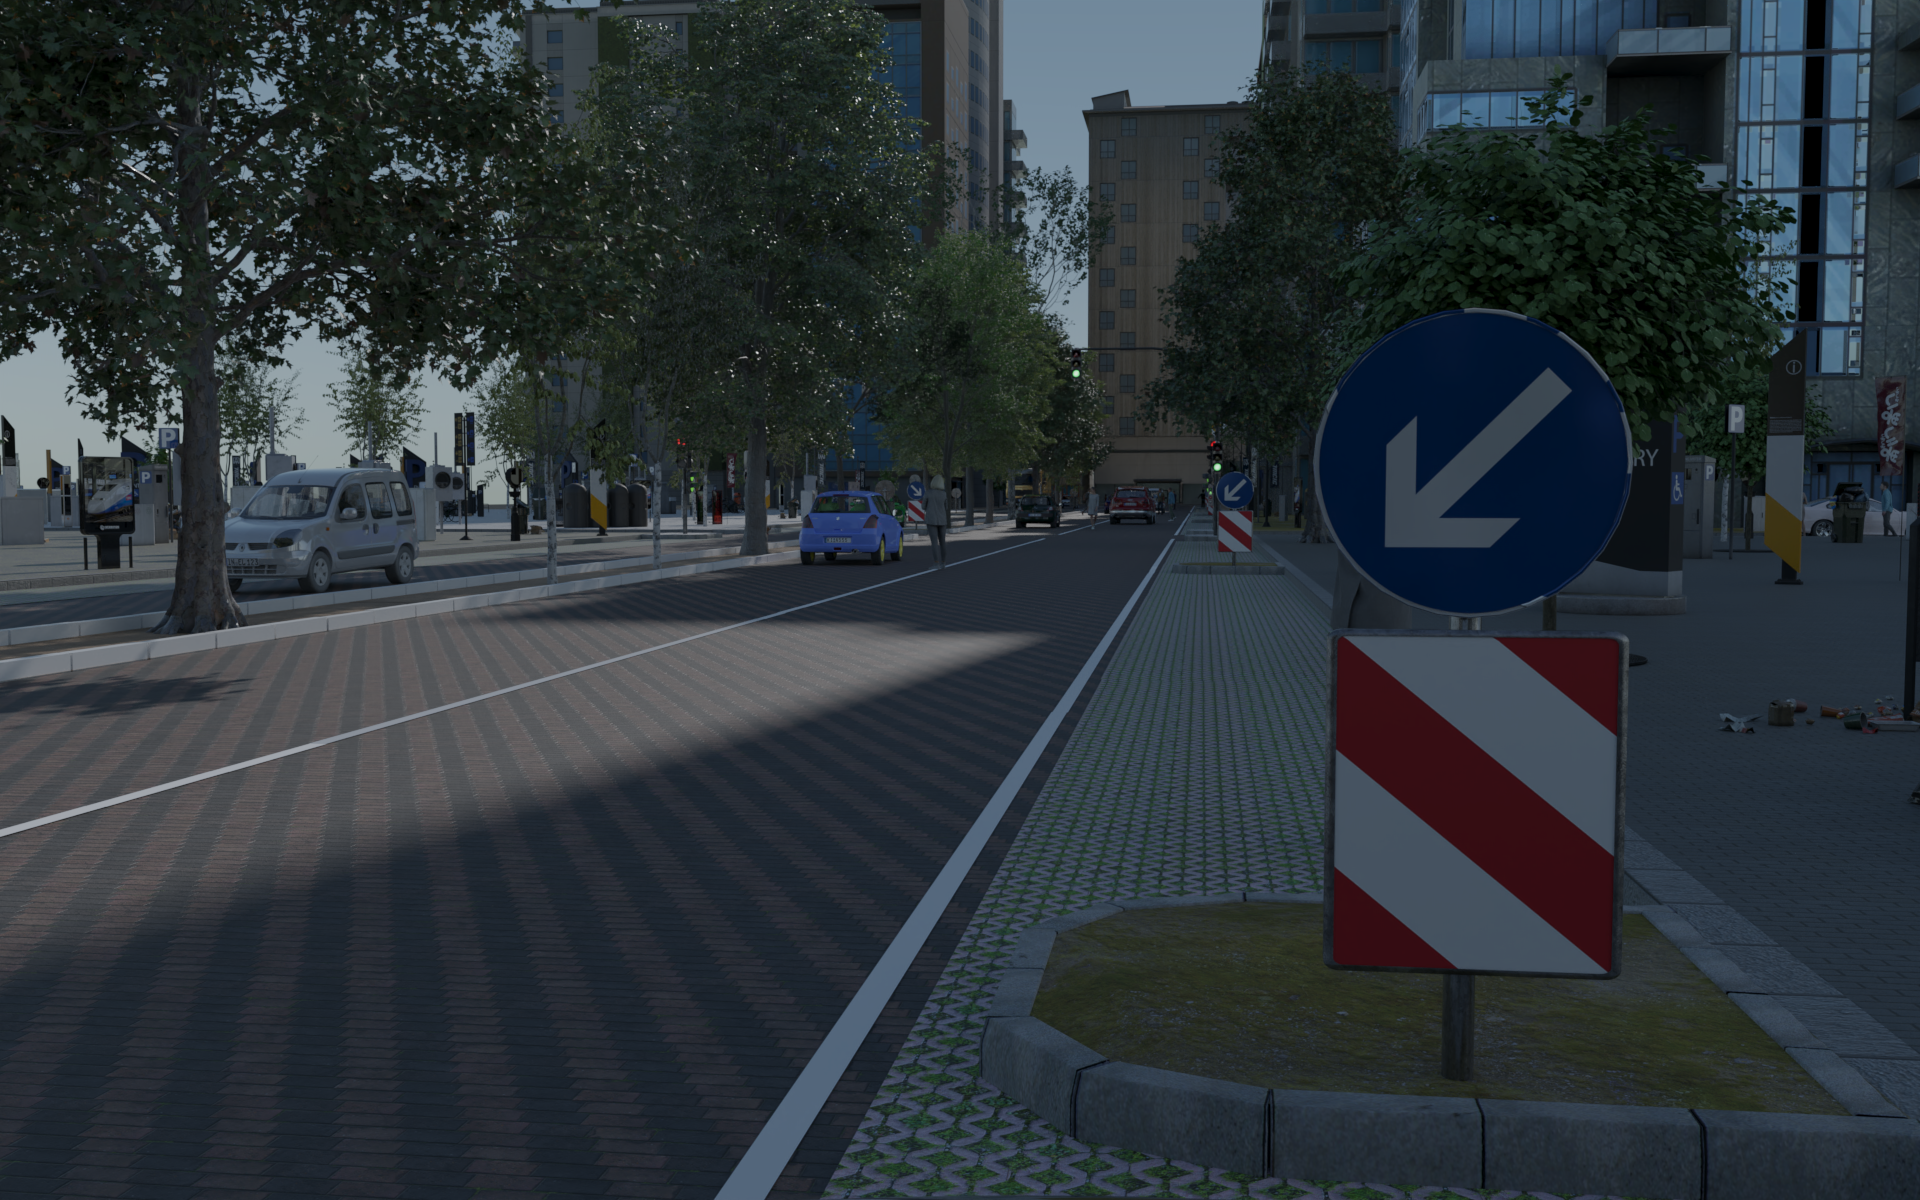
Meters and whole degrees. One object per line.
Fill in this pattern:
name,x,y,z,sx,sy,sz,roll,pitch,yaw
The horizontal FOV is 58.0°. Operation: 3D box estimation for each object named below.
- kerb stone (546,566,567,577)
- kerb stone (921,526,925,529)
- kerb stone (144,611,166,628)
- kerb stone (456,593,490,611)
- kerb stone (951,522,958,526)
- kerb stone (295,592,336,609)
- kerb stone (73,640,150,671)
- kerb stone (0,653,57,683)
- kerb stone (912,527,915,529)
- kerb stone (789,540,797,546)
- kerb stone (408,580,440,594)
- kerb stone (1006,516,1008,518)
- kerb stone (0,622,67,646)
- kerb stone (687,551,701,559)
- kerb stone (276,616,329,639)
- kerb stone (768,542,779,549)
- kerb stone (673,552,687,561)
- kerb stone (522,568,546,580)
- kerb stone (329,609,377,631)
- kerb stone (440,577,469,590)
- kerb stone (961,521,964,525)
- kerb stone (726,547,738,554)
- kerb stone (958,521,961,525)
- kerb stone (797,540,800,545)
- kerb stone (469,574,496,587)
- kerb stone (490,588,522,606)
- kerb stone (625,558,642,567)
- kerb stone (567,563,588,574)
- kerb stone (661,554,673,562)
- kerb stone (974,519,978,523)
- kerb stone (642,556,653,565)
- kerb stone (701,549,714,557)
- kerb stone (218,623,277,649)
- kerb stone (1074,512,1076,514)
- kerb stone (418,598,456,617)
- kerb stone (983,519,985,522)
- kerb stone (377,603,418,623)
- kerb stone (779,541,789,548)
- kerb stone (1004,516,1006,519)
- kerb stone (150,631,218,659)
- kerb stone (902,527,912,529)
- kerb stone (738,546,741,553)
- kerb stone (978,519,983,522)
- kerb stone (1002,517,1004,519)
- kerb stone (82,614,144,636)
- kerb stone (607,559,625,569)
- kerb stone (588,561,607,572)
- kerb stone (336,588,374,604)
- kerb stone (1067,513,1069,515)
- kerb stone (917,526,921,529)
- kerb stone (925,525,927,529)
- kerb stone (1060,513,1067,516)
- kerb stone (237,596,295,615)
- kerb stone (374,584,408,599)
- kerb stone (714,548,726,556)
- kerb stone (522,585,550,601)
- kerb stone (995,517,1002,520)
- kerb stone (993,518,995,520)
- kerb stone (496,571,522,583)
kerb stone,-7.100,-0.481,30.058,0.120,0.150,1.000,0,4,8
kerb stone,-1.625,-2.873,69.172,0.120,0.150,1.000,0,4,8
kerb stone,-8.667,0.202,18.886,0.120,0.150,1.000,0,4,8
kerb stone,-6.159,0.034,21.633,0.120,0.150,1.000,0,4,8
kerb stone,-0.351,-3.428,78.289,0.120,0.150,1.000,0,4,8
kerb stone,-8.239,0.016,21.939,0.120,0.150,1.000,0,4,8
kerb stone,-7.160,0.471,14.497,0.120,0.150,1.000,0,4,8
kerb stone,-7.304,0.533,13.485,0.120,0.150,1.000,0,4,8
kerb stone,-1.913,-2.747,67.135,0.120,0.150,1.000,0,4,8
kerb stone,-4.686,-1.537,47.328,0.120,0.150,1.000,0,4,8
kerb stone,-7.815,-0.170,24.978,0.120,0.150,1.000,0,4,8
kerb stone,2.486,-4.673,98.593,0.120,0.150,1.000,0,4,8
kerb stone,-8.951,0.327,16.853,0.120,0.150,1.000,0,4,8
kerb stone,-5.966,-0.976,38.199,0.120,0.150,1.000,0,4,8
kerb stone,-6.732,0.283,17.571,0.120,0.150,1.000,0,4,8
kerb stone,-4.974,-1.413,45.297,0.120,0.150,1.000,0,4,8
kerb stone,-6.113,-0.917,37.181,0.120,0.150,1.000,0,4,8
kerb stone,-7.239,-0.419,29.046,0.120,0.150,1.000,0,4,8
kerb stone,-6.584,0.227,18.591,0.120,0.150,1.000,0,4,8
kerb stone,-7.674,-0.232,25.990,0.120,0.150,1.000,0,4,8
kerb stone,-0.061,-3.546,80.317,0.120,0.150,1.000,0,4,8
kerb stone,-5.541,-1.164,41.240,0.120,0.150,1.000,0,4,8
kerb stone,-0.207,-3.493,79.303,0.120,0.150,1.000,0,4,8
kerb stone,-4.542,-1.598,48.344,0.120,0.150,1.000,0,4,8
kerb stone,-7.533,-0.294,27.002,0.120,0.150,1.000,0,4,8
kerb stone,-6.018,-0.023,22.654,0.120,0.150,1.000,0,4,8
kerb stone,-6.537,-0.730,34.137,0.120,0.150,1.000,0,4,8
kerb stone,-6.955,-0.543,31.070,0.120,0.150,1.000,0,4,8
kerb stone,-6.248,-0.853,36.165,0.120,0.150,1.000,0,4,8
kerb stone,0.643,-3.861,85.386,0.120,0.150,1.000,0,4,8
kerb stone,-6.393,-0.787,35.153,0.120,0.150,1.000,0,4,8
kerb stone,-5.821,-1.041,39.213,0.120,0.150,1.000,0,4,8
kerb stone,-6.870,0.346,16.546,0.120,0.150,1.000,0,4,8
kerb stone,7.840,-6.079,121.596,0.120,0.150,1.000,0,4,8
kerb stone,-6.304,0.098,20.622,0.120,0.150,1.000,0,4,8
kerb stone,1.066,-4.051,88.424,0.120,0.150,1.000,0,4,8
kerb stone,-6.448,0.158,19.608,0.120,0.150,1.000,0,4,8
kerb stone,-4.826,-1.475,46.310,0.120,0.150,1.000,0,4,8
kerb stone,2.349,-4.607,97.571,0.120,0.150,1.000,0,4,8
kerb stone,-7.016,0.410,15.530,0.120,0.150,1.000,0,4,8
kerb stone,-2.052,-2.686,66.106,0.120,0.150,1.000,0,4,8
kerb stone,-5.391,-1.219,42.252,0.120,0.150,1.000,0,4,8
kerb stone,0.926,-3.987,87.411,0.120,0.150,1.000,0,4,8
kerb stone,2.199,-4.547,96.546,0.120,0.150,1.000,0,4,8
kerb stone,-8.807,0.268,17.867,0.120,0.150,1.000,0,4,8
kerb stone,-6.671,-0.665,33.116,0.120,0.150,1.000,0,4,8
kerb stone,-6.822,-0.605,32.086,0.120,0.150,1.000,0,4,8
kerb stone,-8.099,-0.046,22.951,0.120,0.150,1.000,0,4,8
kerb stone,6.977,-5.707,115.505,0.120,0.150,1.000,0,4,8
kerb stone,-1.771,-2.808,68.158,0.120,0.150,1.000,0,4,8
kerb stone,-1.486,-2.932,70.187,0.120,0.150,1.000,0,4,8
kerb stone,6.837,-5.645,114.493,0.120,0.150,1.000,0,4,8
kerb stone,-8.380,0.079,20.927,0.120,0.150,1.000,0,4,8
kerb stone,-7.954,-0.106,23.963,0.120,0.150,1.000,0,4,8
kerb stone,-5.679,-1.103,40.228,0.120,0.150,1.000,0,4,8
kerb stone,-5.879,-0.090,23.669,0.120,0.150,1.000,0,4,8
kerb stone,2.069,-4.485,95.532,0.120,0.150,1.000,0,4,8
kerb stone,1.636,-4.297,92.476,0.120,0.150,1.000,0,4,8
kerb stone,-7.389,-0.357,28.028,0.120,0.150,1.000,0,4,8
